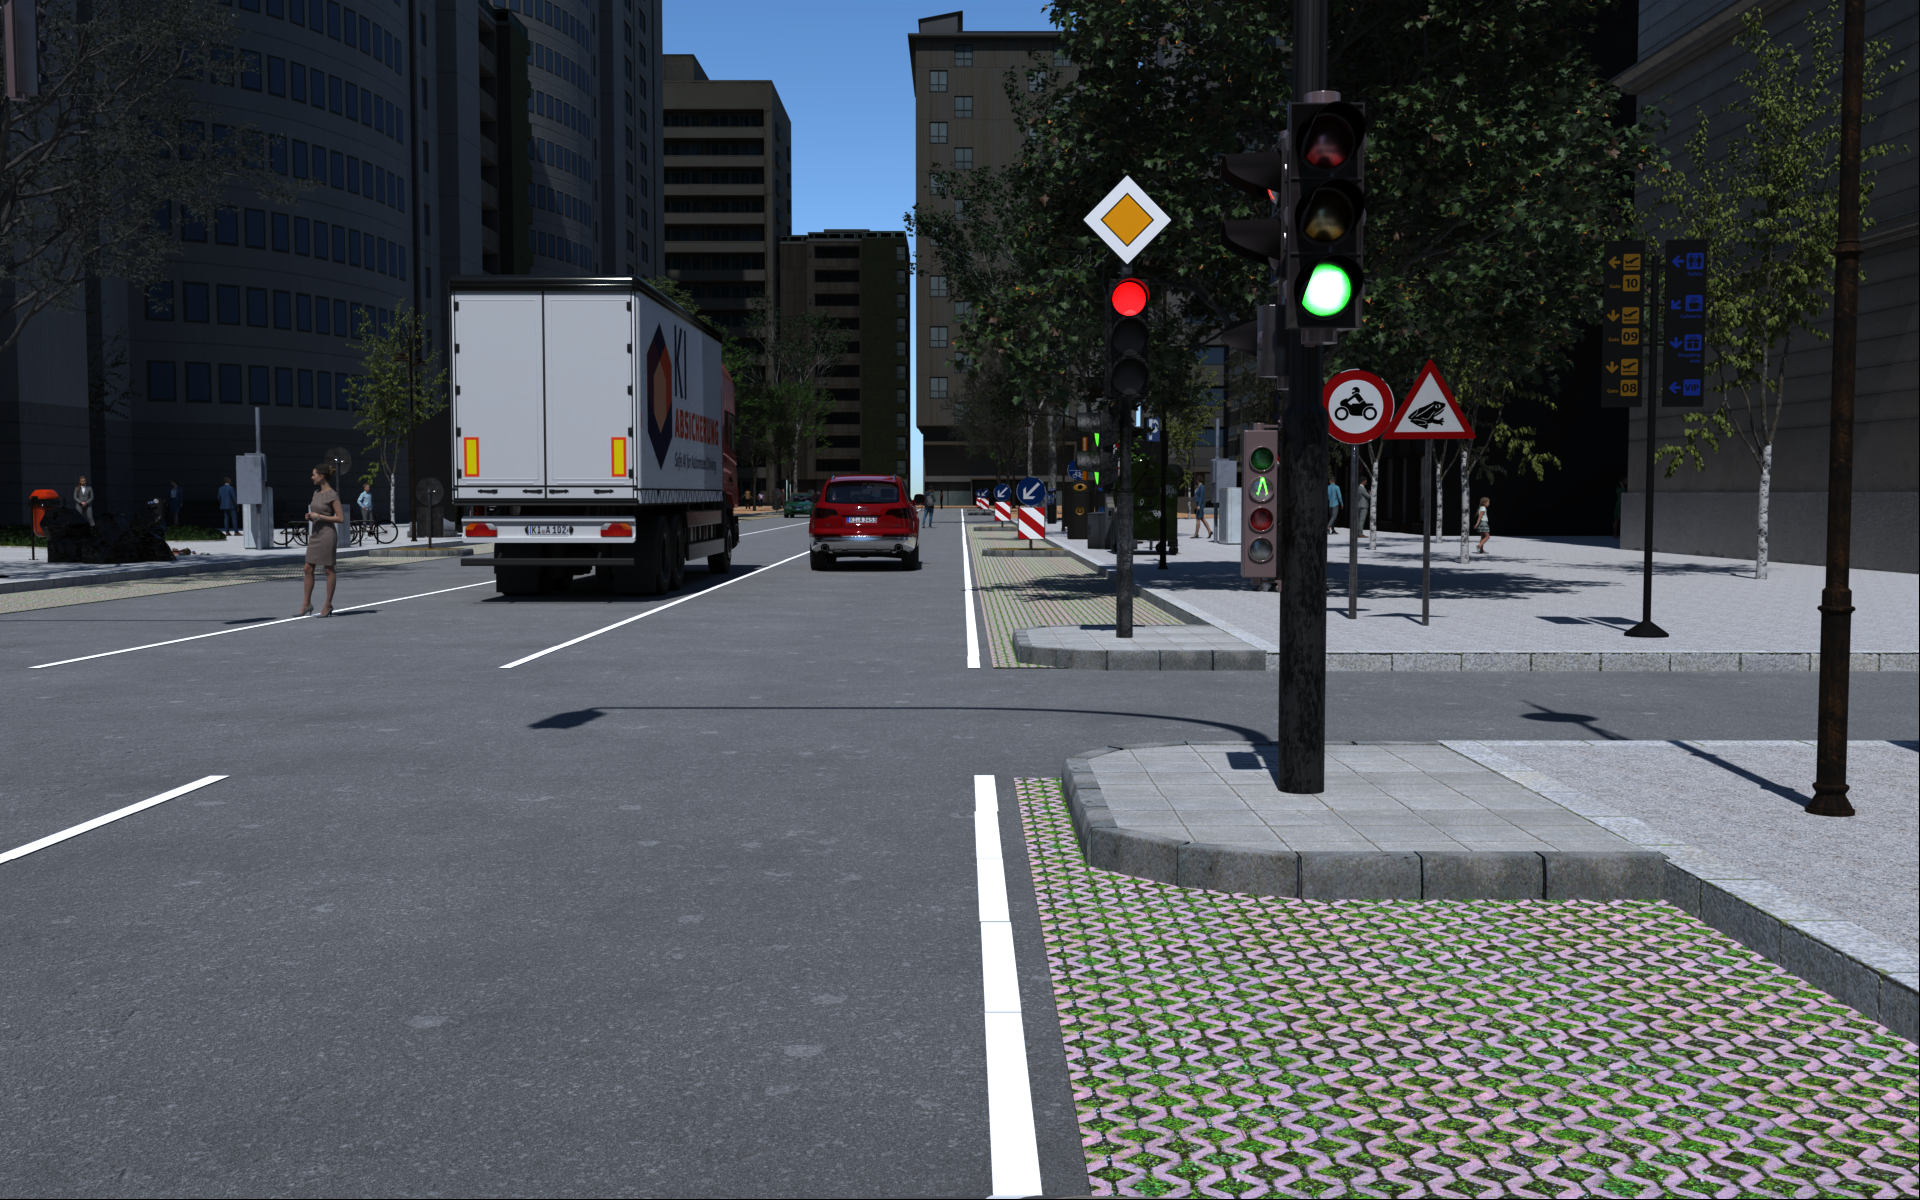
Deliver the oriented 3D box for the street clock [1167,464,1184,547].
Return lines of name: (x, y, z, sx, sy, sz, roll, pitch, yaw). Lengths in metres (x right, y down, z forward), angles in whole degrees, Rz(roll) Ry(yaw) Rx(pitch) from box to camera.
street clock: (5.181, -2.297, 42.132, 0.471, 2.002, 0.358, 2, 4, 34)

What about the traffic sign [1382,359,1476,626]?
traffic sign: (4.540, -1.029, 16.822, 0.884, 2.594, 0.081, 0, 4, 6)

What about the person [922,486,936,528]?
person: (-1.295, -3.914, 72.835, 0.623, 1.781, 0.721, 1, 4, 16)

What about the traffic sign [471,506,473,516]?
traffic sign: (-15.152, -3.595, 52.643, 2.265, 3.308, 0.079, 0, 4, 4)

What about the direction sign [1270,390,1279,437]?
direction sign: (6.896, -2.818, 38.071, 0.379, 3.537, 0.876, 0, 4, 0)

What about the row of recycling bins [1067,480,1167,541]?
row of recycling bins: (4.509, -2.530, 48.483, 3.534, 1.692, 1.069, 3, 5, 39)

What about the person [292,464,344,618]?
person: (-7.441, -0.688, 20.086, 0.599, 1.781, 0.374, 2, 4, 33)

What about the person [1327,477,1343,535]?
person: (11.775, -3.001, 54.966, 0.748, 1.841, 0.638, -2, 4, -33)

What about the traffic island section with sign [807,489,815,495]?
traffic island section with sign: (-12.358, -8.294, 144.230, 1.989, 1.847, 2.006, 0, 3, 0)

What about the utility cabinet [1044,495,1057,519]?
utility cabinet: (4.521, -4.767, 89.107, 1.020, 1.237, 0.306, -3, 4, -38)

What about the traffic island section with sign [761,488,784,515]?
traffic island section with sign: (-12.377, -6.645, 117.274, 1.989, 1.847, 2.006, 0, 3, 0)

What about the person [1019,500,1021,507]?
person: (5.992, -9.900, 171.092, 0.721, 1.735, 1.217, 2, 4, 29)

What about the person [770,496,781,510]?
person: (-14.951, -8.257, 141.145, 0.705, 1.812, 1.348, 2, 4, 31)

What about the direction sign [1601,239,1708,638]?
direction sign: (6.198, -1.439, 15.533, 0.876, 3.537, 0.379, 0, 4, 7)

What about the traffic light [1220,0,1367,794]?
traffic light: (-0.642, -1.994, 7.265, 4.771, 5.953, 1.251, 0, 3, 0)

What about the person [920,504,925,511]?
person: (-3.288, -8.297, 147.336, 0.799, 1.438, 0.628, -1, 4, -12)

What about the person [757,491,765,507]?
person: (-19.601, -9.866, 170.744, 0.756, 1.711, 0.436, -1, 4, -9)

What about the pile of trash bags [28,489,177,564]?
pile of trash bags: (-16.707, -1.433, 33.179, 3.447, 1.369, 1.912, 2, 4, 30)

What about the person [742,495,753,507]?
person: (-21.220, -10.006, 172.885, 1.217, 1.735, 0.721, 1, 4, 11)

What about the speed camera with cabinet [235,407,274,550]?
speed camera with cabinet: (-16.367, -2.803, 40.163, 0.660, 3.252, 2.038, -1, 4, -15)

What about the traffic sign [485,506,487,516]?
traffic sign: (-17.203, -3.830, 62.724, 0.768, 2.556, 0.104, 1, 4, 9)

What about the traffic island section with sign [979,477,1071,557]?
traffic island section with sign: (1.511, -1.925, 40.103, 1.989, 1.847, 2.006, 0, 3, 0)

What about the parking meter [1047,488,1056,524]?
parking meter: (3.962, -4.059, 74.777, 0.372, 1.533, 0.369, 0, 3, 0)

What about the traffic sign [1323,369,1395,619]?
traffic sign: (4.032, -1.077, 17.709, 0.768, 2.556, 0.104, 1, 4, 10)

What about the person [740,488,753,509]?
person: (-18.172, -8.701, 148.405, 1.348, 1.812, 0.705, 0, 4, -5)

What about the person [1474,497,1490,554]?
person: (11.183, -1.601, 37.239, 0.382, 1.210, 0.505, 0, 4, 1)

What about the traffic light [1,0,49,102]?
traffic light: (-10.616, -2.492, 15.415, 4.771, 5.953, 1.251, 0, 3, 0)

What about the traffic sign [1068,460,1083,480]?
traffic sign: (4.347, -3.901, 63.880, 0.768, 2.556, 0.104, 0, 4, 1)

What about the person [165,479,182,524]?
person: (-27.914, -3.400, 61.661, 0.581, 1.822, 0.654, 1, 4, 13)

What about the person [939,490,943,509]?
person: (-1.818, -9.637, 166.032, 0.705, 1.831, 1.348, 0, 4, 2)

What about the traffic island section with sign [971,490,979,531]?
traffic island section with sign: (1.521, -3.574, 67.059, 1.989, 1.847, 2.006, 0, 3, 0)

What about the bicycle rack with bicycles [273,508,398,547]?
bicycle rack with bicycles: (-15.839, -1.835, 43.378, 2.925, 0.926, 2.852, 0, 4, -4)

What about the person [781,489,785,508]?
person: (-16.571, -9.502, 161.957, 0.434, 1.755, 0.990, -1, 4, -15)

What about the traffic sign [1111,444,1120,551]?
traffic sign: (3.410, -2.366, 38.685, 0.884, 2.594, 0.081, 0, 4, 1)

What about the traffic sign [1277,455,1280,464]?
traffic sign: (6.610, -2.297, 37.559, 0.884, 2.594, 0.081, 0, 4, 7)

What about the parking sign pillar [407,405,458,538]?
parking sign pillar: (-15.694, -3.850, 51.412, 1.447, 3.967, 1.447, -1, 4, -17)

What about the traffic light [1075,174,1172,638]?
traffic light: (1.453, -1.619, 15.391, 0.839, 4.253, 0.868, 0, 3, 0)

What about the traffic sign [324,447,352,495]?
traffic sign: (-16.760, -2.847, 46.655, 0.768, 2.556, 0.104, 0, 4, 4)

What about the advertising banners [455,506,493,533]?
advertising banners: (-15.933, -3.728, 57.133, 2.074, 3.025, 0.090, 0, 4, 5)

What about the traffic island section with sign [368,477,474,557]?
traffic island section with sign: (-12.403, -1.926, 40.119, 1.989, 1.847, 2.006, 0, 3, 0)

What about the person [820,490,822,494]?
person: (-12.586, -9.057, 156.667, 0.705, 1.814, 1.350, 2, 4, 31)

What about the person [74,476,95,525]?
person: (-25.048, -2.647, 49.603, 0.520, 1.790, 0.573, -3, 5, -40)

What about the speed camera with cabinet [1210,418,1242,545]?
speed camera with cabinet: (6.962, -3.080, 44.686, 0.660, 3.252, 2.038, 0, 4, -4)

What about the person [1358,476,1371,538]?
person: (11.919, -2.741, 51.037, 0.466, 1.800, 0.511, -1, 4, -16)

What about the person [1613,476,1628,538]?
person: (19.260, -2.694, 50.336, 0.600, 1.795, 0.529, -2, 4, -34)

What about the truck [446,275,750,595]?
truck: (-5.329, -2.377, 27.770, 2.839, 4.237, 11.283, 0, 3, 0)

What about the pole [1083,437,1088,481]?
pole: (4.491, -4.176, 62.117, 0.158, 3.312, 0.155, 0, 3, 0)

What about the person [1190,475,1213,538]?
person: (6.990, -2.692, 50.086, 0.654, 1.822, 0.581, 1, 4, 20)

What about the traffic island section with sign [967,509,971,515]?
traffic island section with sign: (1.538, -6.673, 117.732, 1.989, 1.847, 2.006, 0, 3, 0)

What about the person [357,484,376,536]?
person: (-18.390, -2.804, 53.697, 0.330, 1.601, 0.589, 3, 4, 36)

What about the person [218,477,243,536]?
person: (-22.446, -2.875, 53.229, 0.721, 1.800, 0.419, 1, 4, 10)

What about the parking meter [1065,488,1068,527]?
parking meter: (4.187, -3.642, 67.952, 0.372, 1.533, 0.369, 0, 3, 0)
